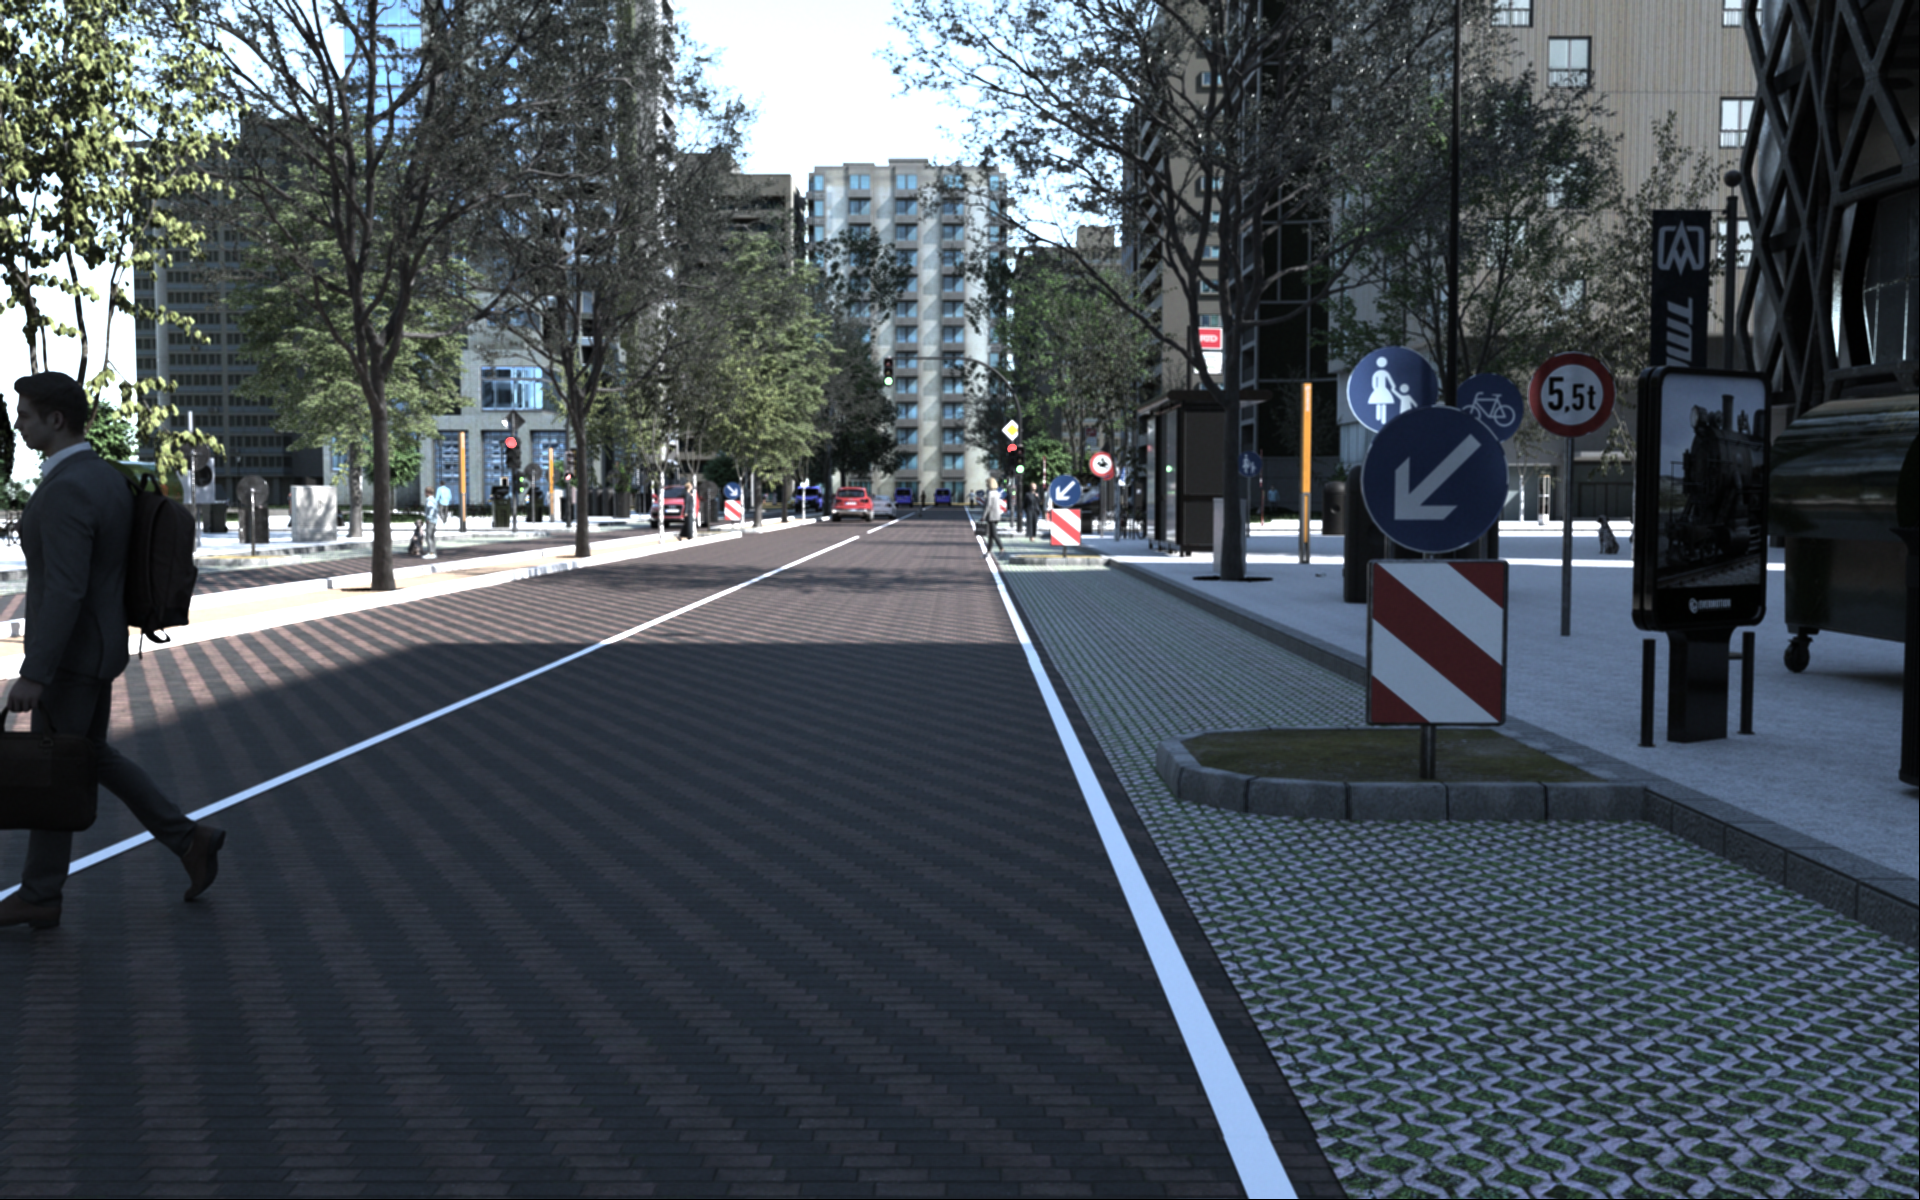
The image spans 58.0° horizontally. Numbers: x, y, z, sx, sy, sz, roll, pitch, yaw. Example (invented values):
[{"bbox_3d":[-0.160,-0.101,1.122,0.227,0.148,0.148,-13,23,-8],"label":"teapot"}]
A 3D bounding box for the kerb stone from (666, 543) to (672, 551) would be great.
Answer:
[{"bbox_3d":[-7.449,-1.310,43.617,0.120,0.150,1.000,0,3,0],"label":"kerb stone"}]

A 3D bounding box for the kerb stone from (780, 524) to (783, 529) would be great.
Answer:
[{"bbox_3d":[-7.455,-2.973,70.800,0.120,0.150,1.000,0,3,0],"label":"kerb stone"}]

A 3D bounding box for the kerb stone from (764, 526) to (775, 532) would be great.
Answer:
[{"bbox_3d":[-7.460,-2.785,67.729,0.120,0.150,1.000,0,3,0],"label":"kerb stone"}]

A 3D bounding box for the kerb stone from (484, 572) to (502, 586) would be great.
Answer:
[{"bbox_3d":[-7.437,-0.308,27.225,0.120,0.150,1.000,0,3,0],"label":"kerb stone"}]

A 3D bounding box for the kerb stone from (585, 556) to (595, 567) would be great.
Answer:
[{"bbox_3d":[-7.457,-0.746,34.396,0.120,0.150,1.000,0,3,0],"label":"kerb stone"}]

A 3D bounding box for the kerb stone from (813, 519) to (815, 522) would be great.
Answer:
[{"bbox_3d":[-7.460,-3.911,86.195,0.120,0.150,1.000,0,3,0],"label":"kerb stone"}]

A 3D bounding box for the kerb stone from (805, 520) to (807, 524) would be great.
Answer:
[{"bbox_3d":[-7.452,-3.663,82.089,0.120,0.150,1.000,0,3,0],"label":"kerb stone"}]

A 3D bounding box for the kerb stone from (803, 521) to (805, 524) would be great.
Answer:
[{"bbox_3d":[-7.462,-3.600,81.053,0.120,0.150,1.000,0,3,0],"label":"kerb stone"}]

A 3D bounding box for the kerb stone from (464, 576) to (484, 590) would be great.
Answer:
[{"bbox_3d":[-7.443,-0.238,26.191,0.120,0.150,1.000,0,3,0],"label":"kerb stone"}]

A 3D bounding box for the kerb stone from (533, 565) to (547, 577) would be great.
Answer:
[{"bbox_3d":[-7.444,-0.492,30.301,0.120,0.150,1.000,0,3,0],"label":"kerb stone"}]

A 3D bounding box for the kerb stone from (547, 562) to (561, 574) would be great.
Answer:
[{"bbox_3d":[-7.447,-0.558,31.323,0.120,0.150,1.000,0,3,0],"label":"kerb stone"}]

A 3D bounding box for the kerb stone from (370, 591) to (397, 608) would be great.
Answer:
[{"bbox_3d":[-7.443,0.006,22.098,0.120,0.150,1.000,0,3,0],"label":"kerb stone"}]

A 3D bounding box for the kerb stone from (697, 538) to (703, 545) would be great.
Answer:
[{"bbox_3d":[-7.449,-1.623,48.753,0.120,0.150,1.000,0,3,0],"label":"kerb stone"}]

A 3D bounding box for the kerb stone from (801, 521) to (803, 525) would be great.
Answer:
[{"bbox_3d":[-7.461,-3.537,80.031,0.120,0.150,1.000,0,3,0],"label":"kerb stone"}]

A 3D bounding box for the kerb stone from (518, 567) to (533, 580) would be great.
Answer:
[{"bbox_3d":[-7.446,-0.433,29.277,0.120,0.150,1.000,0,3,0],"label":"kerb stone"}]

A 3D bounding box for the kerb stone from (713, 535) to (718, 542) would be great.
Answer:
[{"bbox_3d":[-7.449,-1.804,51.823,0.120,0.150,1.000,0,3,0],"label":"kerb stone"}]

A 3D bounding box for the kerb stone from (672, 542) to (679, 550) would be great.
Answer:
[{"bbox_3d":[-7.442,-1.373,44.647,0.120,0.150,1.000,0,3,0],"label":"kerb stone"}]

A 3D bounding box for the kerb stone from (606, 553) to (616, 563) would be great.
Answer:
[{"bbox_3d":[-7.447,-0.872,36.447,0.120,0.150,1.000,0,3,0],"label":"kerb stone"}]

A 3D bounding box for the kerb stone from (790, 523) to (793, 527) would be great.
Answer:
[{"bbox_3d":[-7.450,-3.224,74.917,0.120,0.150,1.000,0,3,0],"label":"kerb stone"}]

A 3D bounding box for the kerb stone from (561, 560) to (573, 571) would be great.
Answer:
[{"bbox_3d":[-7.441,-0.621,32.352,0.120,0.150,1.000,0,3,0],"label":"kerb stone"}]

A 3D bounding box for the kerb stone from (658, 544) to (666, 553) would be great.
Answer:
[{"bbox_3d":[-7.449,-1.247,42.589,0.120,0.150,1.000,0,3,0],"label":"kerb stone"}]

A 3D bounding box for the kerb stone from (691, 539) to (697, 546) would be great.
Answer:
[{"bbox_3d":[-7.450,-1.561,47.725,0.120,0.150,1.000,0,3,0],"label":"kerb stone"}]

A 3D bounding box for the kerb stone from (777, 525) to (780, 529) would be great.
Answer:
[{"bbox_3d":[-7.453,-2.910,69.777,0.120,0.150,1.000,0,3,0],"label":"kerb stone"}]

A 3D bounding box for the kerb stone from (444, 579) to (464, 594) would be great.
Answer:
[{"bbox_3d":[-7.444,-0.179,25.166,0.120,0.150,1.000,0,3,0],"label":"kerb stone"}]

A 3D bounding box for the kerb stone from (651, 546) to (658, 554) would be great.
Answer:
[{"bbox_3d":[-7.450,-1.185,41.567,0.120,0.150,1.000,0,3,0],"label":"kerb stone"}]

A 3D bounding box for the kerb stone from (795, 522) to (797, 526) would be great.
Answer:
[{"bbox_3d":[-7.465,-3.350,76.962,0.120,0.150,1.000,0,3,0],"label":"kerb stone"}]

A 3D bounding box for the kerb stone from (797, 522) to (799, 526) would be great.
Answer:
[{"bbox_3d":[-7.453,-3.412,77.986,0.120,0.150,1.000,0,3,0],"label":"kerb stone"}]

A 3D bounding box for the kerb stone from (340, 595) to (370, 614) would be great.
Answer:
[{"bbox_3d":[-7.442,0.068,21.076,0.120,0.150,1.000,0,3,0],"label":"kerb stone"}]

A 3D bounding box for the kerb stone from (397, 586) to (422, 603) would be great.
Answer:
[{"bbox_3d":[-7.439,-0.053,23.120,0.120,0.150,1.000,0,3,0],"label":"kerb stone"}]

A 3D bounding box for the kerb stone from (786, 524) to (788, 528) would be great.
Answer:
[{"bbox_3d":[-7.446,-3.099,72.856,0.120,0.150,1.000,0,3,0],"label":"kerb stone"}]

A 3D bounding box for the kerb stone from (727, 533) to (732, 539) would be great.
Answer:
[{"bbox_3d":[-7.448,-1.998,54.895,0.120,0.150,1.000,0,3,0],"label":"kerb stone"}]

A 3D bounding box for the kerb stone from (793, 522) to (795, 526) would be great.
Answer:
[{"bbox_3d":[-7.458,-3.285,75.940,0.120,0.150,1.000,0,3,0],"label":"kerb stone"}]

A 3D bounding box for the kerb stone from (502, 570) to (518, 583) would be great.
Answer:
[{"bbox_3d":[-7.443,-0.370,28.247,0.120,0.150,1.000,0,3,0],"label":"kerb stone"}]

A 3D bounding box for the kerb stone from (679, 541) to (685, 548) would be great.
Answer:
[{"bbox_3d":[-7.451,-1.426,45.673,0.120,0.150,1.000,0,3,0],"label":"kerb stone"}]

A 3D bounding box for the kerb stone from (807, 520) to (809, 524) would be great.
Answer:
[{"bbox_3d":[-7.458,-3.726,83.113,0.120,0.150,1.000,0,3,0],"label":"kerb stone"}]

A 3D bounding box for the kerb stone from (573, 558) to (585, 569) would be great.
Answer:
[{"bbox_3d":[-7.445,-0.683,33.374,0.120,0.150,1.000,0,3,0],"label":"kerb stone"}]

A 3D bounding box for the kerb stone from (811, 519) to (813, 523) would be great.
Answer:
[{"bbox_3d":[-7.454,-3.852,85.168,0.120,0.150,1.000,0,3,0],"label":"kerb stone"}]

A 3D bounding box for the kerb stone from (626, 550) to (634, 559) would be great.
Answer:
[{"bbox_3d":[-7.448,-0.995,38.496,0.120,0.150,1.000,0,3,0],"label":"kerb stone"}]

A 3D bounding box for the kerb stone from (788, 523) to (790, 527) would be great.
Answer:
[{"bbox_3d":[-7.458,-3.161,73.885,0.120,0.150,1.000,0,3,0],"label":"kerb stone"}]

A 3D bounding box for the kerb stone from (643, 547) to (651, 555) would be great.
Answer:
[{"bbox_3d":[-7.443,-1.122,40.545,0.120,0.150,1.000,0,3,0],"label":"kerb stone"}]

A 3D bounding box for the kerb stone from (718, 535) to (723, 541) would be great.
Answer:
[{"bbox_3d":[-7.451,-1.875,52.848,0.120,0.150,1.000,0,3,0],"label":"kerb stone"}]

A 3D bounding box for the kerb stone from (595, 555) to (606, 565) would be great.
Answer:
[{"bbox_3d":[-7.450,-0.809,35.418,0.120,0.150,1.000,0,3,0],"label":"kerb stone"}]

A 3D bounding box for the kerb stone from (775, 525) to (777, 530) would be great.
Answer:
[{"bbox_3d":[-7.461,-2.848,68.755,0.120,0.150,1.000,0,3,0],"label":"kerb stone"}]

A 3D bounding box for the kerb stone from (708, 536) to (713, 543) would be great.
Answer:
[{"bbox_3d":[-7.451,-1.749,50.797,0.120,0.150,1.000,0,3,0],"label":"kerb stone"}]

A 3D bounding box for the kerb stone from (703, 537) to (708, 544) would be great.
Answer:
[{"bbox_3d":[-7.446,-1.683,49.775,0.120,0.150,1.000,0,3,0],"label":"kerb stone"}]

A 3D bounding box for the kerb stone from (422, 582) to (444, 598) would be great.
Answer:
[{"bbox_3d":[-7.445,-0.119,24.144,0.120,0.150,1.000,0,3,0],"label":"kerb stone"}]

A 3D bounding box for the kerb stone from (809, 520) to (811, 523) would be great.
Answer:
[{"bbox_3d":[-7.466,-3.786,84.136,0.120,0.150,1.000,0,3,0],"label":"kerb stone"}]

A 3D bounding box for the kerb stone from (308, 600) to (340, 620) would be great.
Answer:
[{"bbox_3d":[-7.445,0.135,20.054,0.120,0.150,1.000,0,3,0],"label":"kerb stone"}]

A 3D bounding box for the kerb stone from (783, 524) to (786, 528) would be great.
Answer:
[{"bbox_3d":[-7.450,-3.035,71.825,0.120,0.150,1.000,0,3,0],"label":"kerb stone"}]

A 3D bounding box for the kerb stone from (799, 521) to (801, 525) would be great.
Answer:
[{"bbox_3d":[-7.459,-3.471,79.009,0.120,0.150,1.000,0,3,0],"label":"kerb stone"}]

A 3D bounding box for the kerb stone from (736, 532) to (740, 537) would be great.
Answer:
[{"bbox_3d":[-7.453,-2.126,56.948,0.120,0.150,1.000,0,3,0],"label":"kerb stone"}]

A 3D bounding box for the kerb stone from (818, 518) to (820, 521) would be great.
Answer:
[{"bbox_3d":[-7.461,-4.102,89.264,0.120,0.150,1.000,0,3,0],"label":"kerb stone"}]

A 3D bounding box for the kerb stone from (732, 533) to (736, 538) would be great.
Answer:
[{"bbox_3d":[-7.451,-2.063,55.921,0.120,0.150,1.000,0,3,0],"label":"kerb stone"}]

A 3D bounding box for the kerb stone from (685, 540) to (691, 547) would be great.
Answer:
[{"bbox_3d":[-7.452,-1.497,46.699,0.120,0.150,1.000,0,3,0],"label":"kerb stone"}]

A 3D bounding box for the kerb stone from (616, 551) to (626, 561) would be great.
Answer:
[{"bbox_3d":[-7.446,-0.934,37.474,0.120,0.150,1.000,0,3,0],"label":"kerb stone"}]

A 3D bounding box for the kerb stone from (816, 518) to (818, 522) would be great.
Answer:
[{"bbox_3d":[-7.459,-4.035,88.242,0.120,0.150,1.000,0,3,0],"label":"kerb stone"}]

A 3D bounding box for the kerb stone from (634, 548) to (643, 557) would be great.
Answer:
[{"bbox_3d":[-7.441,-1.059,39.518,0.120,0.150,1.000,0,3,0],"label":"kerb stone"}]

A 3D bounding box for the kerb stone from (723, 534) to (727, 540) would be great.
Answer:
[{"bbox_3d":[-7.457,-1.937,53.870,0.120,0.150,1.000,0,3,0],"label":"kerb stone"}]
